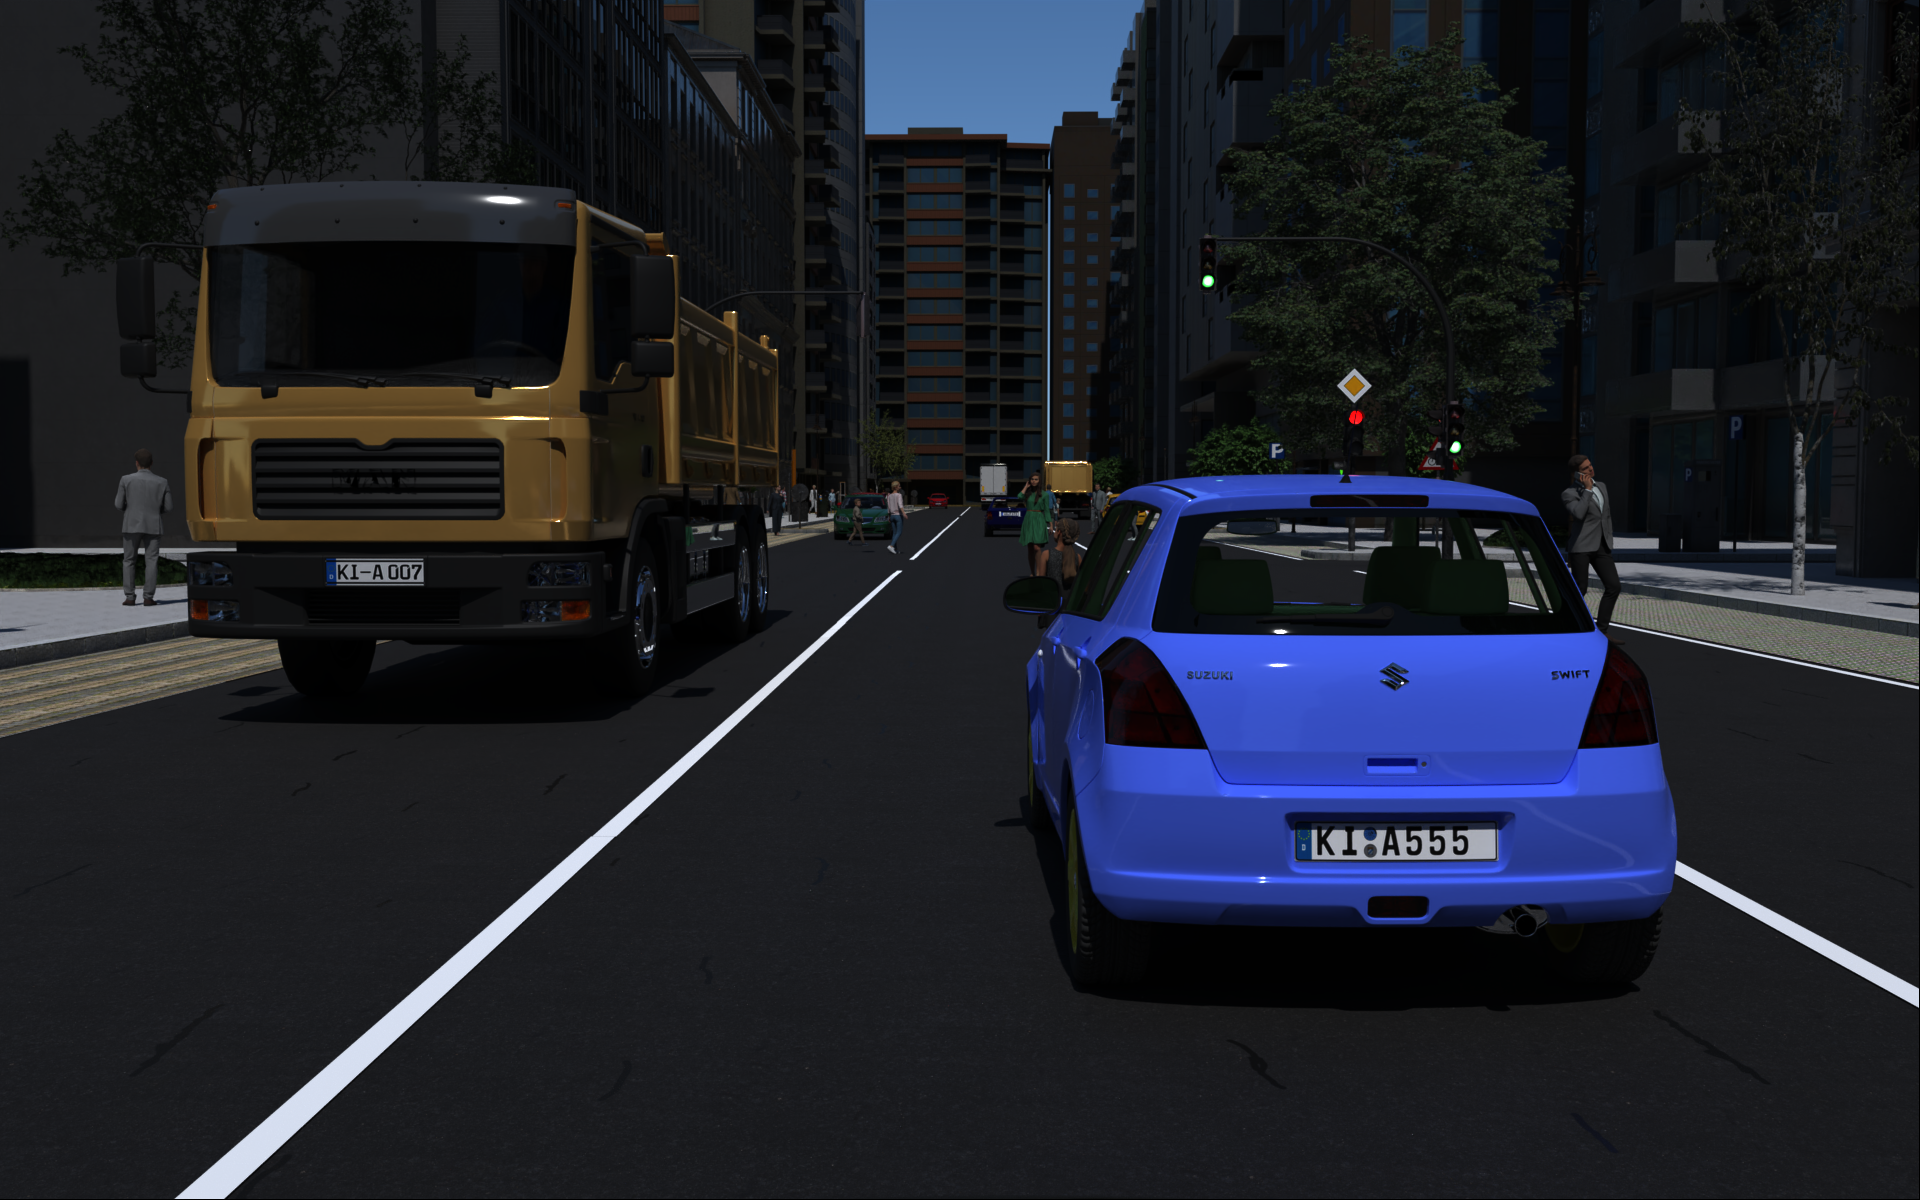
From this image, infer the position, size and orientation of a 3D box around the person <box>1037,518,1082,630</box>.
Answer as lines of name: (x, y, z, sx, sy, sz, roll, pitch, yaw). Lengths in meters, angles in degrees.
person: (0.750, 0.009, 13.024, 0.362, 1.253, 0.373, 0, 4, -6)

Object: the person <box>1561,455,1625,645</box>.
person: (6.021, -0.477, 16.478, 0.592, 1.802, 0.473, 0, 4, -7)

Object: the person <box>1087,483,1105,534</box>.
person: (4.899, -3.252, 61.773, 0.635, 1.810, 0.391, 2, 4, 34)

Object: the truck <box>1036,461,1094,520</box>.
truck: (6.140, -6.348, 99.706, 3.469, 3.379, 9.791, 0, 4, 2)

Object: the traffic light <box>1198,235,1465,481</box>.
traffic light: (6.558, -3.423, 30.637, 4.771, 5.953, 1.251, 0, 4, 1)

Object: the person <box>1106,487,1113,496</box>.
person: (8.073, -5.166, 93.186, 0.478, 1.798, 0.641, -2, 4, -30)

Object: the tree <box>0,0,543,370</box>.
tree: (-9.905, -5.567, 25.432, 8.767, 10.594, 7.601, 0, 4, 0)

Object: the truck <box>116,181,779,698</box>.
truck: (-3.386, -1.127, 14.351, 3.469, 3.379, 9.791, 0, 4, 1)

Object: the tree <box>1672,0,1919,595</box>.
tree: (10.648, -4.350, 21.493, 4.360, 8.622, 3.978, 0, 3, 0)

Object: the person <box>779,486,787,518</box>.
person: (-9.466, -5.212, 92.092, 0.563, 1.720, 0.643, 3, 4, 36)

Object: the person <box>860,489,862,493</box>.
person: (-8.258, -8.252, 141.755, 0.721, 1.735, 1.217, -3, 4, -37)

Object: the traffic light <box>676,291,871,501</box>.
traffic light: (-4.403, -3.931, 38.938, 4.771, 5.953, 1.251, 0, 4, 1)

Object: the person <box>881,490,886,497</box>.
person: (-7.633, -10.163, 172.883, 1.217, 1.739, 0.721, 0, 4, 7)

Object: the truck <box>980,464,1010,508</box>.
truck: (3.302, -10.747, 164.628, 2.839, 4.237, 11.283, 0, 4, 2)

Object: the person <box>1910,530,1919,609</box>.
person: (10.895, -0.789, 19.174, 0.478, 1.798, 0.641, -2, 4, -32)

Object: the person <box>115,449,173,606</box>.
person: (-9.422, -0.840, 19.970, 0.606, 1.804, 0.583, -2, 4, -35)

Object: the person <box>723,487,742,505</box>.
person: (-8.383, -3.543, 63.890, 0.656, 1.842, 0.836, -1, 4, -17)

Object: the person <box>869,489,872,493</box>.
person: (-7.911, -9.090, 155.187, 0.721, 1.766, 1.217, -3, 5, -44)

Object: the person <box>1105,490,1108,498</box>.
person: (8.466, -5.418, 97.359, 0.573, 1.790, 0.520, 3, 5, 39)

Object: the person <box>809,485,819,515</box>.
person: (-9.069, -6.204, 107.362, 0.514, 1.842, 0.818, -3, 4, -39)

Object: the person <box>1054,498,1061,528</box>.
person: (4.026, -3.620, 72.363, 0.352, 1.250, 0.332, 0, 4, 2)

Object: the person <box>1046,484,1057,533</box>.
person: (3.183, -3.279, 62.459, 0.601, 1.785, 0.444, 1, 4, 14)

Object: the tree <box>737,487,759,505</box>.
tree: (-8.668, -4.679, 71.108, 1.663, 3.219, 1.824, 0, 3, 0)

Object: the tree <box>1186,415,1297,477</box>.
tree: (12.134, -5.375, 71.587, 4.285, 4.588, 4.351, 0, 3, 0)

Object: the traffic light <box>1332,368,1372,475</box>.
traffic light: (8.764, -3.047, 38.733, 0.839, 4.253, 0.868, 0, 4, 1)

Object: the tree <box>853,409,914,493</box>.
tree: (-6.805, -12.005, 146.650, 4.737, 8.622, 4.395, 0, 3, 0)

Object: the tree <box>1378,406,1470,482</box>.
tree: (16.247, -4.700, 60.555, 4.285, 4.588, 4.351, 0, 3, 0)

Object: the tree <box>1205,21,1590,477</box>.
tree: (11.704, -8.553, 46.500, 9.857, 13.997, 8.962, 0, 3, 0)

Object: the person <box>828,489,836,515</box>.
person: (-7.838, -6.021, 106.296, 0.589, 1.601, 0.330, -2, 4, -32)

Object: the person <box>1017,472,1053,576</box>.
person: (1.267, -1.238, 28.989, 0.600, 1.795, 0.529, 0, 4, 5)

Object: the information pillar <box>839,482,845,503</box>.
information pillar: (-7.192, -6.194, 105.760, 0.304, 2.012, 0.304, -1, 4, -20)

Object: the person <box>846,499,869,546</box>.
person: (-2.856, -2.162, 48.124, 0.640, 1.303, 0.475, -2, 4, -27)

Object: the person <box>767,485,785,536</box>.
person: (-6.291, -3.073, 59.170, 0.534, 1.772, 0.576, 3, 4, 37)

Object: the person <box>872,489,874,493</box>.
person: (-8.276, -9.597, 163.675, 0.721, 1.735, 1.217, 0, 4, -1)

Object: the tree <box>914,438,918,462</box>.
tree: (-6.356, -13.706, 174.454, 4.737, 8.622, 4.395, 0, 3, 0)

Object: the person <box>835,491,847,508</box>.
person: (-8.752, -7.384, 126.780, 1.348, 1.824, 0.705, 0, 4, -6)

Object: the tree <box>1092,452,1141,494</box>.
tree: (12.493, -9.272, 135.309, 4.285, 4.588, 4.351, 0, 3, 0)

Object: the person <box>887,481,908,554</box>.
person: (-1.535, -1.970, 41.374, 0.731, 1.740, 0.598, 2, 4, 34)

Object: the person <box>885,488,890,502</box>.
person: (-3.386, -4.526, 83.335, 0.643, 1.720, 0.563, -1, 4, -22)
